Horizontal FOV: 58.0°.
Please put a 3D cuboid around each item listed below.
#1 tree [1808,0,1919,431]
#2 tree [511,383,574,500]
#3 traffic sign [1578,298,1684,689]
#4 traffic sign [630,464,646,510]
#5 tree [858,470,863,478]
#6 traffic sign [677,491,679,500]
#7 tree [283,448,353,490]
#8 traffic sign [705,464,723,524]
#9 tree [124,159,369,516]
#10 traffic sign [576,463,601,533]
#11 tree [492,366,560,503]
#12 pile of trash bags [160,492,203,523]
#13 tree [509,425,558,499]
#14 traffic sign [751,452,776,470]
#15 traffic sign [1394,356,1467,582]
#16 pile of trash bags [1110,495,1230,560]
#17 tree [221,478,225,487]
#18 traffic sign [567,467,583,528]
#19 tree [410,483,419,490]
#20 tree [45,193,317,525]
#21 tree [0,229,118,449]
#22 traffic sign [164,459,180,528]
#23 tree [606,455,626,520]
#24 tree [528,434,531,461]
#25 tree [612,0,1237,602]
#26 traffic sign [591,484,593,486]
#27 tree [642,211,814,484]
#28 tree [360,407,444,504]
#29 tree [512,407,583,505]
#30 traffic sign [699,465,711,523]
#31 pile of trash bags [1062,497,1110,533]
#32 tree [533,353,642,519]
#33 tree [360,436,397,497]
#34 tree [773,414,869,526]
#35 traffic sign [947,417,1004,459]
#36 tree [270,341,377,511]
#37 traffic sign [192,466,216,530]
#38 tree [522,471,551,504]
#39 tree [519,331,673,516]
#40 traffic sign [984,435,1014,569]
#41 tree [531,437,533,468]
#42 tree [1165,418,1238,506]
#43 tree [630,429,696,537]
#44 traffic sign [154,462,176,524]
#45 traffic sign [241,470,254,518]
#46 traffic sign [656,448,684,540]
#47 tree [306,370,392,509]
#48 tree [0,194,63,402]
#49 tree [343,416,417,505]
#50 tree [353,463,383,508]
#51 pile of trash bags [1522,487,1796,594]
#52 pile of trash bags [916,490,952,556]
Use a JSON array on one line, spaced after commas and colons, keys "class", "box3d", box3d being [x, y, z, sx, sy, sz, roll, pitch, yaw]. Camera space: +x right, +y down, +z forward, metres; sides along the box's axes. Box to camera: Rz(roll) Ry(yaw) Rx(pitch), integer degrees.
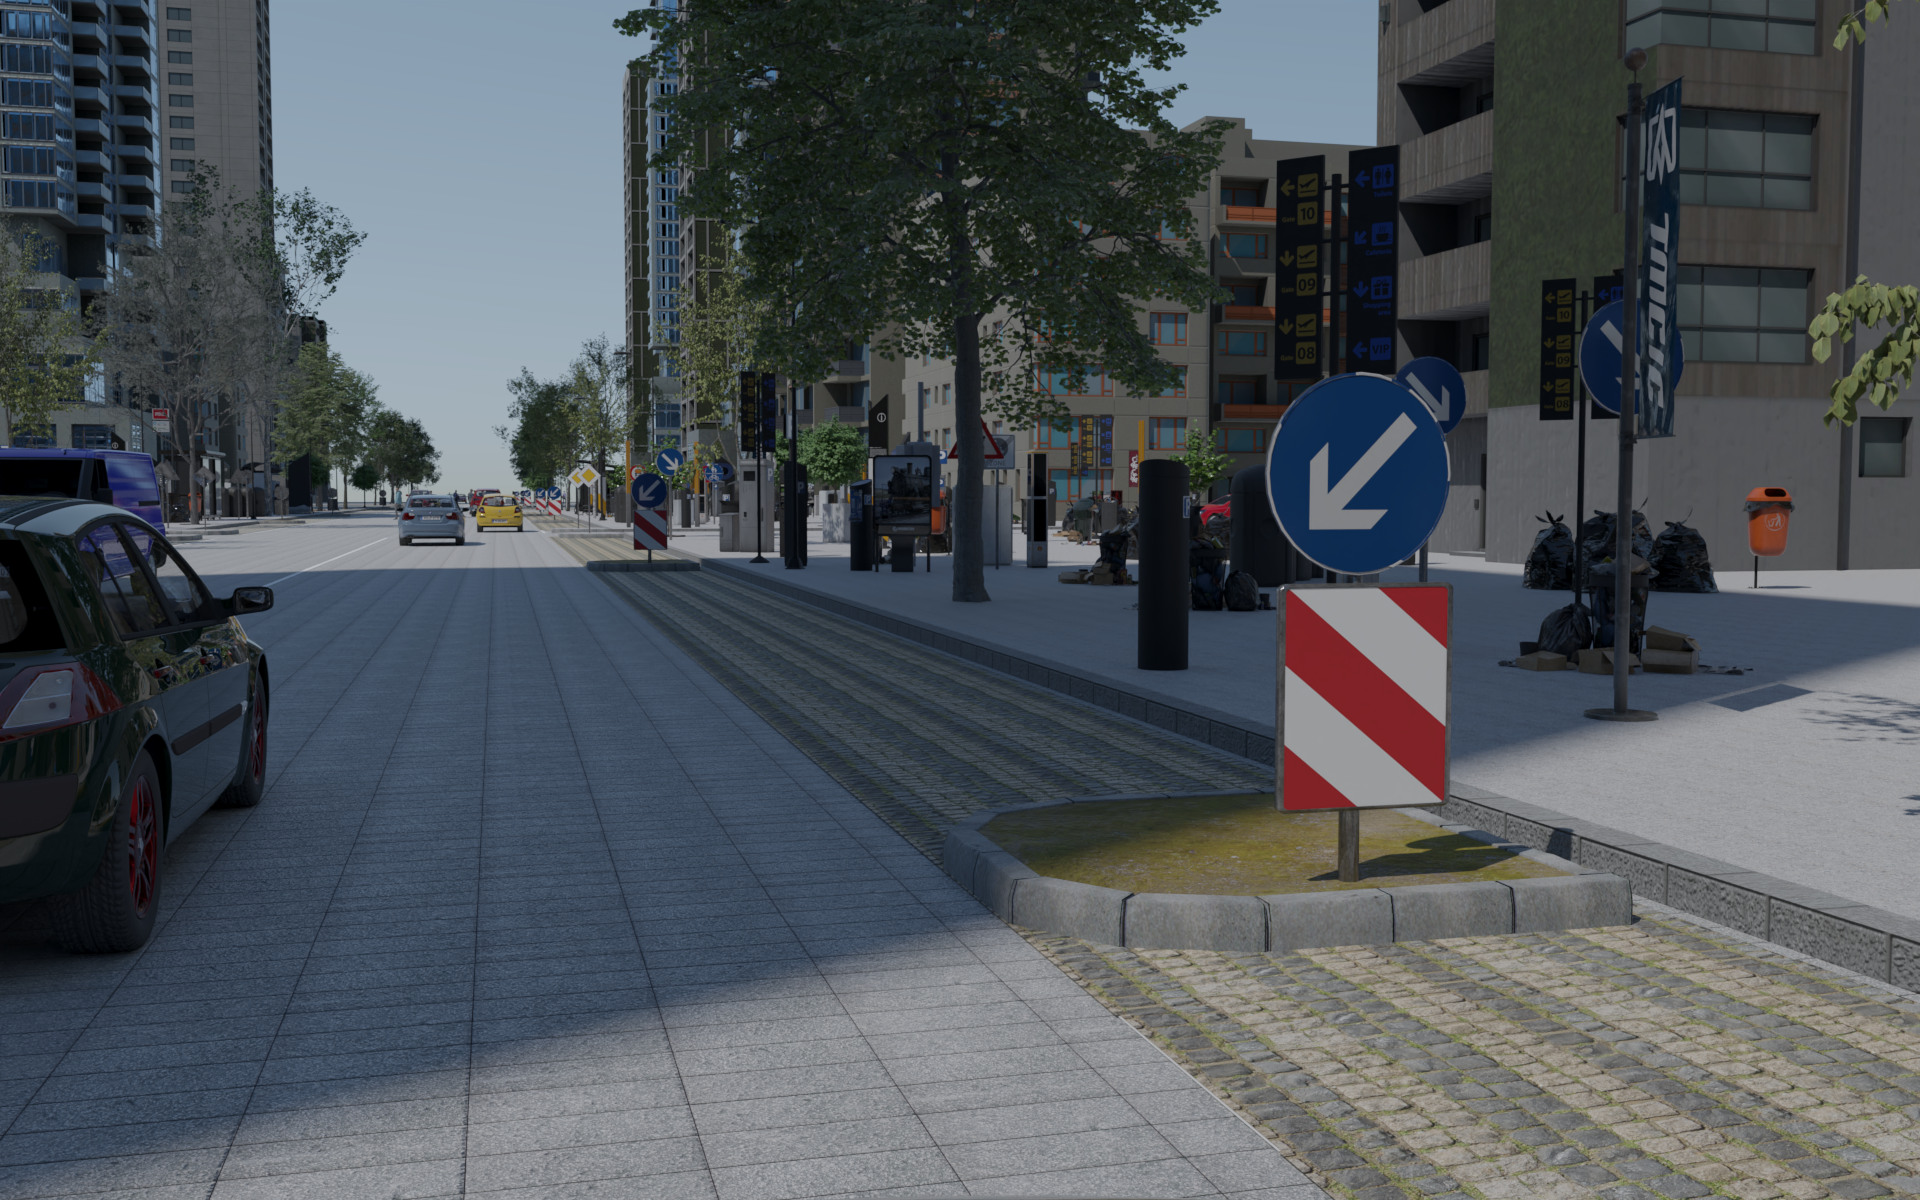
[{"class": "tree", "box3d": [4.431, -3.411, 6.136, 4.737, 8.622, 4.395, 0, 3, 0]}, {"class": "tree", "box3d": [-42.128, -15.854, 177.337, 7.486, 12.596, 7.792, 0, 3, 0]}, {"class": "traffic sign", "box3d": [4.348, -0.687, 11.334, 0.768, 2.556, 0.104, -1, 4, -13]}, {"class": "traffic sign", "box3d": [-13.843, -4.553, 74.554, 0.768, 2.556, 0.104, -1, 4, -13]}, {"class": "tree", "box3d": [-6.287, -6.862, 106.797, 1.663, 3.219, 1.824, 0, 3, 0]}, {"class": "traffic sign", "box3d": [-14.857, -5.571, 91.195, 0.768, 2.556, 0.104, -1, 4, -11]}, {"class": "tree", "box3d": [-45.790, -8.418, 121.344, 4.285, 4.588, 4.351, 0, 3, 0]}, {"class": "traffic sign", "box3d": [-10.400, -4.475, 73.276, 0.768, 2.556, 0.104, -1, 4, -9]}, {"class": "tree", "box3d": [-40.924, -14.890, 99.337, 12.611, 20.169, 13.585, 0, 3, 0]}, {"class": "traffic sign", "box3d": [-12.166, -3.251, 56.795, 0.795, 2.450, 0.064, -1, 4, -15]}, {"class": "tree", "box3d": [-62.188, -24.370, 254.338, 12.611, 20.169, 13.585, 0, 3, 0]}, {"class": "pile of trash bags", "box3d": [-35.284, -4.143, 77.483, 1.912, 1.369, 3.447, 1, 4, 19]}, {"class": "tree", "box3d": [-67.660, -22.594, 276.069, 9.857, 13.997, 8.962, 0, 3, 0]}, {"class": "traffic sign", "box3d": [-5.751, -3.091, 50.647, 0.768, 2.556, 0.104, 0, 4, -8]}, {"class": "traffic sign", "box3d": [4.319, -0.978, 16.100, 0.768, 2.556, 0.104, -1, 4, -12]}, {"class": "pile of trash bags", "box3d": [4.973, -1.489, 34.102, 3.447, 1.369, 1.912, -1, 4, -21]}, {"class": "tree", "box3d": [-48.901, -7.299, 113.940, 1.663, 3.219, 1.824, 0, 3, 0]}, {"class": "traffic sign", "box3d": [-14.228, -3.723, 64.510, 0.795, 2.450, 0.064, -1, 4, -15]}, {"class": "tree", "box3d": [-88.660, -20.210, 280.802, 4.737, 8.622, 4.395, 0, 3, 0]}, {"class": "tree", "box3d": [-32.053, -9.875, 71.832, 12.009, 13.543, 11.850, 0, 3, 0]}, {"class": "tree", "box3d": [-25.793, -5.945, 47.568, 4.737, 8.622, 4.395, 0, 3, 0]}, {"class": "traffic sign", "box3d": [-29.680, -3.966, 64.848, 0.884, 2.594, 0.081, 0, 4, -8]}, {"class": "tree", "box3d": [-16.849, -5.603, 86.212, 1.663, 3.219, 1.824, 0, 3, 0]}, {"class": "tree", "box3d": [-39.462, -13.257, 167.107, 4.737, 8.622, 4.395, 0, 3, 0]}, {"class": "tree", "box3d": [-0.283, -6.246, 20.251, 7.486, 12.596, 7.792, 0, 3, 0]}, {"class": "traffic sign", "box3d": [-24.311, -7.047, 115.224, 0.884, 2.594, 0.081, 0, 4, -7]}, {"class": "tree", "box3d": [-5.405, -5.629, 42.402, 4.737, 8.622, 4.395, 0, 3, 0]}, {"class": "tree", "box3d": [-74.609, -19.005, 227.734, 9.611, 12.733, 9.660, 0, 3, 0]}, {"class": "tree", "box3d": [-46.190, -16.452, 194.742, 9.928, 11.665, 9.643, 0, 3, 0]}, {"class": "traffic sign", "box3d": [-11.305, -4.722, 77.310, 0.768, 2.556, 0.104, -1, 4, -14]}, {"class": "pile of trash bags", "box3d": [5.178, -2.913, 57.372, 3.447, 1.369, 1.912, -1, 4, -15]}, {"class": "tree", "box3d": [-18.952, -8.584, 90.704, 4.737, 8.622, 4.395, 0, 3, 0]}, {"class": "tree", "box3d": [-67.756, -15.367, 201.620, 4.360, 8.622, 3.978, 0, 3, 0]}, {"class": "tree", "box3d": [-4.904, -5.215, 68.980, 4.285, 4.588, 4.351, 0, 3, 0]}, {"class": "traffic sign", "box3d": [0.230, -1.610, 26.333, 0.884, 2.594, 0.081, -1, 4, -12]}, {"class": "tree", "box3d": [-47.243, -12.877, 128.663, 7.486, 12.596, 7.792, 0, 3, 0]}, {"class": "traffic sign", "box3d": [-26.692, -3.521, 61.212, 0.795, 2.450, 0.064, -1, 4, -15]}, {"class": "tree", "box3d": [-56.463, -15.368, 234.974, 4.285, 4.588, 4.351, 0, 3, 0]}, {"class": "tree", "box3d": [-21.040, -10.111, 99.735, 8.767, 10.594, 7.601, -1, 4, -19]}, {"class": "traffic sign", "box3d": [0.632, -1.668, 29.394, 0.606, 2.300, 0.079, -1, 4, -12]}, {"class": "tree", "box3d": [-32.973, -11.937, 145.536, 4.737, 8.622, 4.395, 0, 3, 0]}, {"class": "tree", "box3d": [5.952, -3.028, 44.112, 1.663, 3.219, 1.824, 0, 3, 0]}, {"class": "tree", "box3d": [-8.646, -3.501, 51.847, 1.663, 3.219, 1.824, 0, 3, 0]}, {"class": "traffic sign", "box3d": [-24.630, -3.049, 53.497, 0.795, 2.450, 0.064, -1, 4, -15]}, {"class": "traffic sign", "box3d": [-37.419, -5.553, 90.892, 0.768, 2.556, 0.104, 0, 4, -5]}, {"class": "traffic sign", "box3d": [-8.039, -2.934, 48.082, 0.768, 2.556, 0.104, -1, 4, -13]}, {"class": "tree", "box3d": [-51.312, -13.385, 144.603, 9.928, 11.665, 9.643, 0, 3, 0]}, {"class": "tree", "box3d": [-23.943, -5.603, 41.964, 4.360, 8.622, 3.978, 0, 3, 0]}, {"class": "tree", "box3d": [-65.429, -15.866, 193.823, 7.601, 10.594, 8.767, 3, 5, 45]}, {"class": "tree", "box3d": [-56.447, -11.051, 164.390, 4.285, 4.588, 4.351, 0, 3, 0]}, {"class": "pile of trash bags", "box3d": [9.444, -0.820, 23.159, 3.447, 1.369, 1.912, 0, 4, -5]}, {"class": "pile of trash bags", "box3d": [-0.175, -1.700, 37.550, 1.912, 1.369, 3.447, 1, 4, 12]}]
